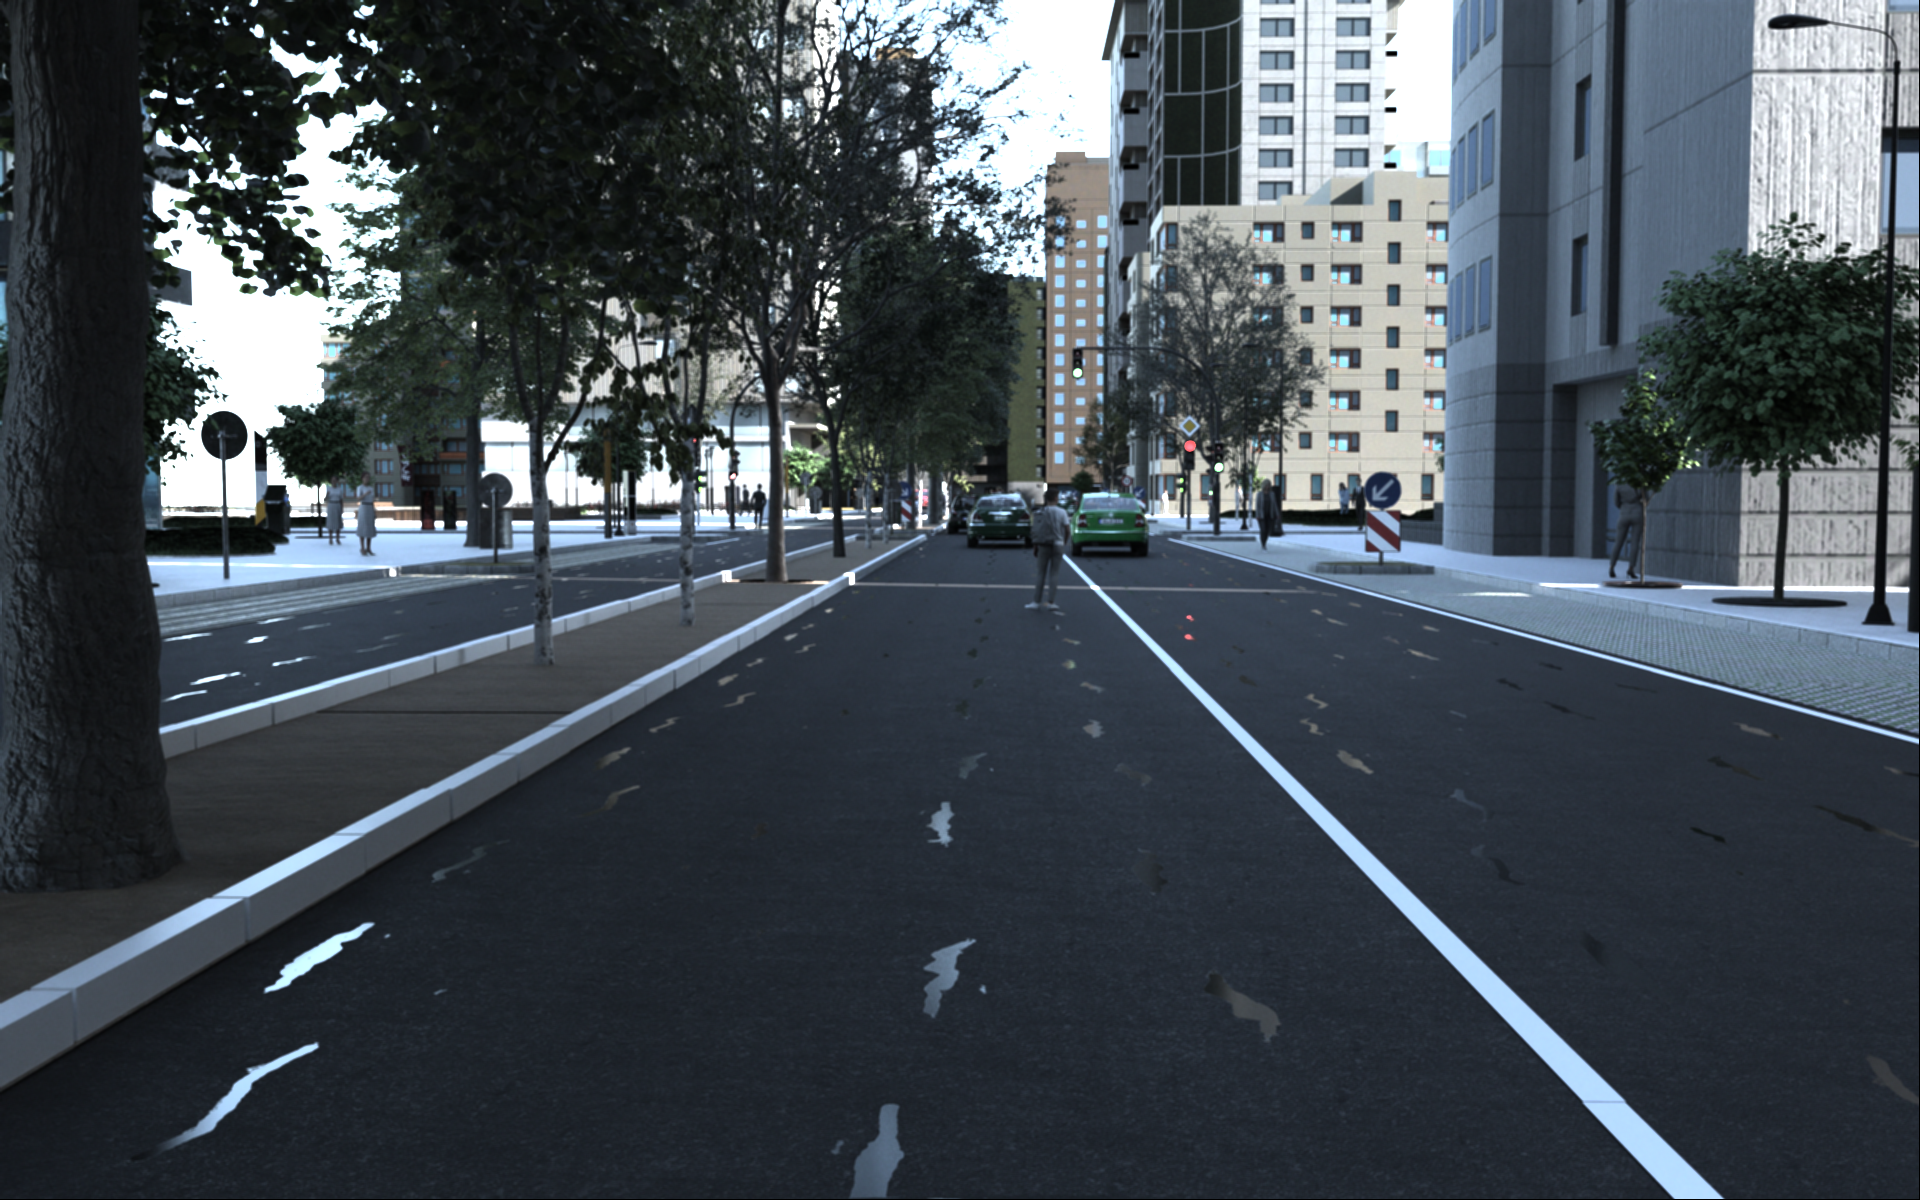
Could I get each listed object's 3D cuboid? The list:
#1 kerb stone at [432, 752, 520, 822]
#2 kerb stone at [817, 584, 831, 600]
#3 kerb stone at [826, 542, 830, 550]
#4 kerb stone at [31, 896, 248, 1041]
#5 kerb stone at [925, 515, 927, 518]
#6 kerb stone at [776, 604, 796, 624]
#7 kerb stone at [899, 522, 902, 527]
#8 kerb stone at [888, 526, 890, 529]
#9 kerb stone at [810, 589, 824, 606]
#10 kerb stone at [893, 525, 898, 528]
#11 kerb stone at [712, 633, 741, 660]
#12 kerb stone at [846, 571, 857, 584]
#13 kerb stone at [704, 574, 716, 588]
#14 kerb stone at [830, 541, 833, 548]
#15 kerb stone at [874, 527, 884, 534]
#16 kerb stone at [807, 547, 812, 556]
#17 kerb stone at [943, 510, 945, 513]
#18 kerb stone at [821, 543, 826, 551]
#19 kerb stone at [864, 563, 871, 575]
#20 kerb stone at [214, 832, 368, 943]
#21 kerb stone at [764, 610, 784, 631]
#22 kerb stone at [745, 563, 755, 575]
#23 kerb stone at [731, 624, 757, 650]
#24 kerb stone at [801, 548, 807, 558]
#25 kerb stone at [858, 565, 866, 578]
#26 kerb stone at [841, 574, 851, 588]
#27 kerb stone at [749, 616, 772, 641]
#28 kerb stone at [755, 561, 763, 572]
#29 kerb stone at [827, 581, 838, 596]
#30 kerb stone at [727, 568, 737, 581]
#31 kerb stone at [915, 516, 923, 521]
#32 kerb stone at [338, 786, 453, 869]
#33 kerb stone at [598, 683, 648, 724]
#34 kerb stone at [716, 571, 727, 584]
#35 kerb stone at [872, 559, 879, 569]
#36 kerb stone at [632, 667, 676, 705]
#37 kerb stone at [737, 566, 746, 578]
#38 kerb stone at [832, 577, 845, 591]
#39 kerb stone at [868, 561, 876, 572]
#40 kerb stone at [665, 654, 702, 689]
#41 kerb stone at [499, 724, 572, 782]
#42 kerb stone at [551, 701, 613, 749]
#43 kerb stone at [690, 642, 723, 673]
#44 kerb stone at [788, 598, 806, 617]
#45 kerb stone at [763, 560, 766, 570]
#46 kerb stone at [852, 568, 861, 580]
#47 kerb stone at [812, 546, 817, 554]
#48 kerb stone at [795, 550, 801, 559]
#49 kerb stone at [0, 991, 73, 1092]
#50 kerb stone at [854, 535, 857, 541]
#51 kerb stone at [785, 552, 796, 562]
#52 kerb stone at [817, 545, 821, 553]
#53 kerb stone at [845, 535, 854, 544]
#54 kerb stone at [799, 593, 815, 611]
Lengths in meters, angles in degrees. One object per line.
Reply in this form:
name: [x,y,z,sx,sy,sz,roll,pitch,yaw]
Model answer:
kerb stone: [-2.261,0.869,8.065,0.120,0.150,1.000,0,4,1]
kerb stone: [-1.888,-0.076,23.452,0.120,0.150,1.000,0,4,1]
kerb stone: [-3.485,-1.335,44.031,0.120,0.150,1.000,0,4,1]
kerb stone: [-2.342,1.052,5.000,0.120,0.150,1.000,0,4,1]
kerb stone: [-2.075,-4.879,102.013,0.120,0.150,1.000,0,4,1]
kerb stone: [-1.986,0.177,19.359,0.120,0.150,1.000,0,4,1]
kerb stone: [-2.726,-3.242,75.317,0.120,0.150,1.000,0,4,1]
kerb stone: [-2.918,-2.746,67.106,0.120,0.150,1.000,0,4,1]
kerb stone: [-1.905,-0.008,22.430,0.120,0.150,1.000,0,4,1]
kerb stone: [-2.794,-3.060,72.229,0.120,0.150,1.000,0,4,1]
kerb stone: [-2.090,0.425,15.254,0.120,0.150,1.000,0,4,1]
kerb stone: [-1.787,-0.328,27.552,0.120,0.150,1.000,0,4,1]
kerb stone: [-3.916,-0.267,26.560,0.120,0.150,1.000,0,4,1]
kerb stone: [-3.461,-1.398,45.054,0.120,0.150,1.000,0,4,1]
kerb stone: [-2.996,-2.559,64.036,0.120,0.150,1.000,0,4,1]
kerb stone: [-3.581,-1.084,39.925,0.120,0.150,1.000,0,4,1]
kerb stone: [-1.238,-6.952,135.867,0.120,0.150,1.000,0,4,1]
kerb stone: [-3.513,-1.273,43.002,0.120,0.150,1.000,0,4,1]
kerb stone: [-1.709,-0.515,30.618,0.120,0.150,1.000,0,4,1]
kerb stone: [-2.311,0.989,6.021,0.120,0.150,1.000,0,4,1]
kerb stone: [-2.011,0.237,18.327,0.120,0.150,1.000,0,4,1]
kerb stone: [-3.816,-0.518,30.672,0.120,0.150,1.000,0,4,1]
kerb stone: [-2.059,0.364,16.277,0.120,0.150,1.000,0,4,1]
kerb stone: [-3.613,-1.022,38.903,0.120,0.150,1.000,0,4,1]
kerb stone: [-1.743,-0.453,29.597,0.120,0.150,1.000,0,4,1]
kerb stone: [-1.809,-0.265,26.530,0.120,0.150,1.000,0,4,1]
kerb stone: [-2.030,0.300,17.299,0.120,0.150,1.000,0,4,1]
kerb stone: [-3.784,-0.581,31.694,0.120,0.150,1.000,0,4,1]
kerb stone: [-1.862,-0.135,24.480,0.120,0.150,1.000,0,4,1]
kerb stone: [-3.864,-0.393,28.616,0.120,0.150,1.000,0,4,1]
kerb stone: [-2.239,-4.442,94.828,0.120,0.150,1.000,0,4,1]
kerb stone: [-2.292,0.927,7.043,0.120,0.150,1.000,0,4,1]
kerb stone: [-2.190,0.680,11.146,0.120,0.150,1.000,0,4,1]
kerb stone: [-3.888,-0.330,27.594,0.120,0.150,1.000,0,4,1]
kerb stone: [-1.663,-0.640,32.662,0.120,0.150,1.000,0,4,1]
kerb stone: [-2.166,0.614,12.174,0.120,0.150,1.000,0,4,1]
kerb stone: [-3.833,-0.454,29.648,0.120,0.150,1.000,0,4,1]
kerb stone: [-1.840,-0.202,25.506,0.120,0.150,1.000,0,4,1]
kerb stone: [-1.683,-0.575,31.640,0.120,0.150,1.000,0,4,1]
kerb stone: [-2.134,0.553,13.203,0.120,0.150,1.000,0,4,1]
kerb stone: [-2.234,0.805,9.099,0.120,0.150,1.000,0,4,1]
kerb stone: [-2.214,0.739,10.124,0.120,0.150,1.000,0,4,1]
kerb stone: [-2.109,0.488,14.224,0.120,0.150,1.000,0,4,1]
kerb stone: [-1.960,0.112,20.380,0.120,0.150,1.000,0,4,1]
kerb stone: [-3.759,-0.644,32.717,0.120,0.150,1.000,0,4,1]
kerb stone: [-1.770,-0.390,28.574,0.120,0.150,1.000,0,4,1]
kerb stone: [-3.558,-1.147,40.952,0.120,0.150,1.000,0,4,1]
kerb stone: [-3.644,-0.959,37.877,0.120,0.150,1.000,0,4,1]
kerb stone: [-2.364,1.114,3.978,0.120,0.150,1.000,0,4,1]
kerb stone: [-3.282,-1.835,52.226,0.120,0.150,1.000,0,4,1]
kerb stone: [-3.663,-0.891,36.849,0.120,0.150,1.000,0,4,1]
kerb stone: [-3.532,-1.210,41.974,0.120,0.150,1.000,0,4,1]
kerb stone: [-3.317,-1.774,51.204,0.120,0.150,1.000,0,4,1]
kerb stone: [-1.939,0.049,21.402,0.120,0.150,1.000,0,4,1]
